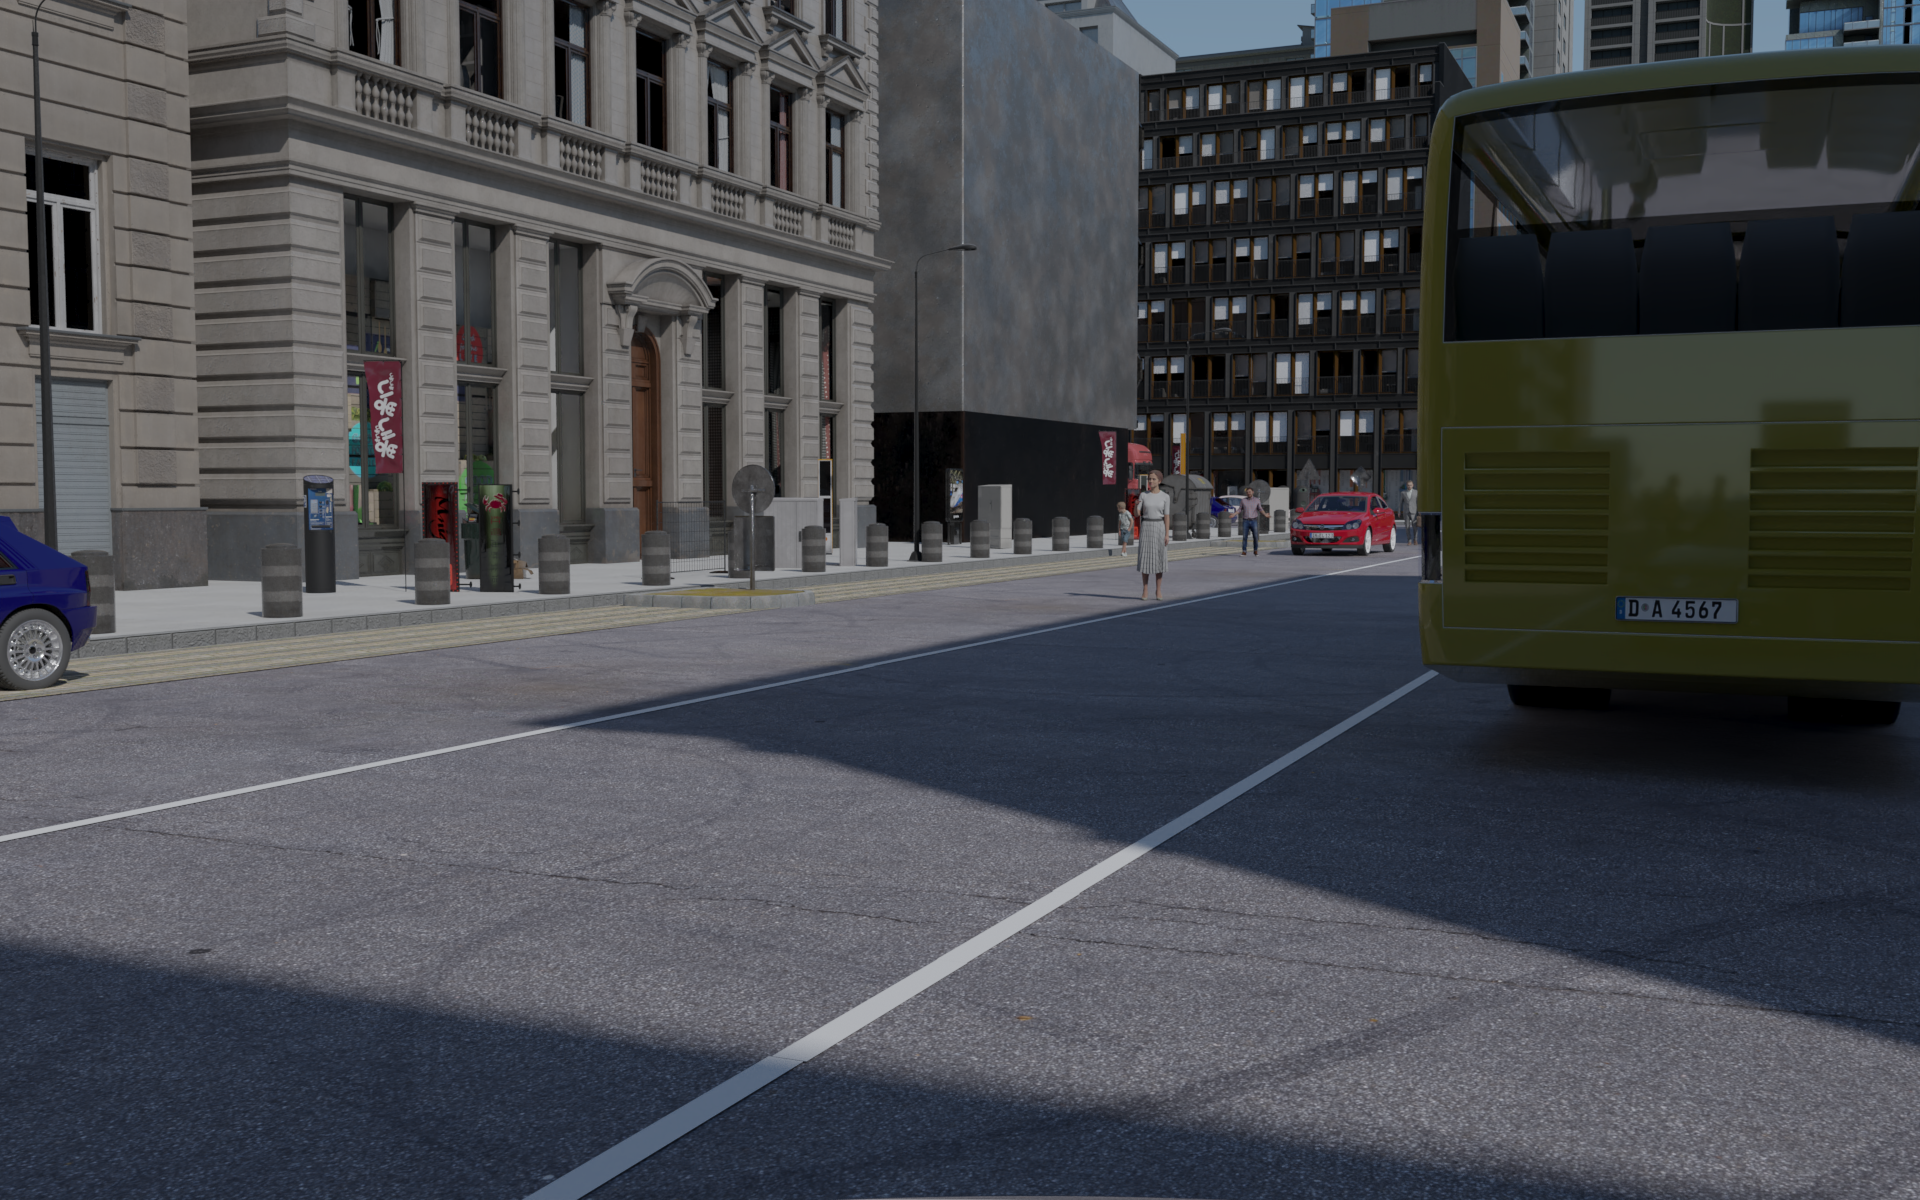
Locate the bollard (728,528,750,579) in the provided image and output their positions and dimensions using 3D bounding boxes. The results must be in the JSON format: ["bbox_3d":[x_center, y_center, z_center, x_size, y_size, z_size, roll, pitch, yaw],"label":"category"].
[{"bbox_3d":[-3.342,-0.717,26.436,0.404,0.777,0.398,0,3,0],"label":"bollard"}]

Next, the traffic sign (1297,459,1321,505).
[{"bbox_3d":[12.780,-3.883,63.498,0.884,2.594,0.081,2,4,26],"label":"traffic sign"}]

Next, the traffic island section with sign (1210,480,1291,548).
[{"bbox_3d":[8.028,-2.350,47.054,1.989,1.847,2.006,2,4,24],"label":"traffic island section with sign"}]

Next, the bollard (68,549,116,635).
[{"bbox_3d":[-8.014,-0.077,15.971,0.404,0.777,0.398,0,3,0],"label":"bollard"}]

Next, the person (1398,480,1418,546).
[{"bbox_3d":[12.564,-2.425,48.262,0.709,1.813,0.853,1,4,15],"label":"person"}]

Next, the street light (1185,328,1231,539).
[{"bbox_3d":[6.930,-4.663,48.777,1.470,5.913,1.316,2,4,24],"label":"street light"}]

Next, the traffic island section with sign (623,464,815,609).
[{"bbox_3d":[-2.974,-0.845,22.437,1.989,1.847,2.006,2,4,24],"label":"traffic island section with sign"}]

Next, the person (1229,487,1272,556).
[{"bbox_3d":[6.646,-1.792,39.754,0.963,1.587,0.435,0,4,4],"label":"person"}]

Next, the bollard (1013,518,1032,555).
[{"bbox_3d":[1.338,-1.358,36.914,0.404,0.777,0.398,0,3,0],"label":"bollard"}]

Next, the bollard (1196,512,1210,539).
[{"bbox_3d":[6.940,-2.124,49.448,0.404,0.777,0.398,0,3,0],"label":"bollard"}]

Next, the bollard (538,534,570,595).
[{"bbox_3d":[-5.214,-0.461,22.250,0.404,0.777,0.398,0,3,0],"label":"bollard"}]

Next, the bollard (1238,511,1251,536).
[{"bbox_3d":[8.805,-2.380,53.633,0.404,0.777,0.398,0,3,0],"label":"bollard"}]

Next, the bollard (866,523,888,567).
[{"bbox_3d":[-1.468,-0.973,30.629,0.404,0.777,0.398,0,3,0],"label":"bollard"}]

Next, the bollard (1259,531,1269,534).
[{"bbox_3d":[9.736,-2.508,55.723,0.404,0.777,0.398,0,3,0],"label":"bollard"}]

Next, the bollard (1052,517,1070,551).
[{"bbox_3d":[2.269,-1.485,39.004,0.404,0.777,0.398,0,3,0],"label":"bollard"}]

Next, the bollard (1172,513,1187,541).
[{"bbox_3d":[6.003,-1.997,47.361,0.404,0.777,0.398,0,3,0],"label":"bollard"}]

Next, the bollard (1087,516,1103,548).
[{"bbox_3d":[3.203,-1.613,41.094,0.404,0.777,0.398,0,3,0],"label":"bollard"}]

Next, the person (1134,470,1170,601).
[{"bbox_3d":[2.578,-0.870,23.296,0.480,1.755,0.524,0,4,6],"label":"person"}]

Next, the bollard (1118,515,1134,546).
[{"bbox_3d":[4.139,-1.741,43.181,0.404,0.777,0.398,0,3,0],"label":"bollard"}]

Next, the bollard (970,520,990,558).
[{"bbox_3d":[0.403,-1.229,34.818,0.404,0.777,0.398,0,3,0],"label":"bollard"}]

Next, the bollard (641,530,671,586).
[{"bbox_3d":[-4.273,-0.589,24.347,0.404,0.777,0.398,0,3,0],"label":"bollard"}]

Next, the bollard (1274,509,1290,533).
[{"bbox_3d":[10.672,-2.636,57.811,0.404,0.777,0.398,0,3,0],"label":"bollard"}]

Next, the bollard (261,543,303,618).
[{"bbox_3d":[-7.075,-0.205,18.070,0.404,0.777,0.398,0,3,0],"label":"bollard"}]

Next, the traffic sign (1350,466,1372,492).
[{"bbox_3d":[14.277,-3.557,61.793,0.795,2.450,0.064,2,4,24],"label":"traffic sign"}]

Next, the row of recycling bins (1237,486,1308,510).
[{"bbox_3d":[15.303,-4.744,84.680,3.534,1.692,1.069,1,4,18],"label":"row of recycling bins"}]

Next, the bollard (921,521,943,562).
[{"bbox_3d":[-0.530,-1.102,32.728,0.404,0.777,0.398,0,3,0],"label":"bollard"}]

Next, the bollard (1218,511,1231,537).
[{"bbox_3d":[7.872,-2.252,51.545,0.404,0.777,0.398,0,3,0],"label":"bollard"}]

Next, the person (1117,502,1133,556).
[{"bbox_3d":[3.771,-1.617,39.621,0.352,1.250,0.332,-1,4,-10],"label":"person"}]

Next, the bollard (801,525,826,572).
[{"bbox_3d":[-2.410,-0.845,28.526,0.404,0.777,0.398,0,3,0],"label":"bollard"}]

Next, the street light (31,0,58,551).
[{"bbox_3d":[-7.898,-2.636,15.634,1.470,5.913,1.316,2,4,24],"label":"street light"}]

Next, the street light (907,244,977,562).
[{"bbox_3d":[-0.332,-3.669,32.525,1.470,5.913,1.316,2,4,24],"label":"street light"}]

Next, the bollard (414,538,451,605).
[{"bbox_3d":[-6.142,-0.333,20.159,0.404,0.777,0.398,0,3,0],"label":"bollard"}]
